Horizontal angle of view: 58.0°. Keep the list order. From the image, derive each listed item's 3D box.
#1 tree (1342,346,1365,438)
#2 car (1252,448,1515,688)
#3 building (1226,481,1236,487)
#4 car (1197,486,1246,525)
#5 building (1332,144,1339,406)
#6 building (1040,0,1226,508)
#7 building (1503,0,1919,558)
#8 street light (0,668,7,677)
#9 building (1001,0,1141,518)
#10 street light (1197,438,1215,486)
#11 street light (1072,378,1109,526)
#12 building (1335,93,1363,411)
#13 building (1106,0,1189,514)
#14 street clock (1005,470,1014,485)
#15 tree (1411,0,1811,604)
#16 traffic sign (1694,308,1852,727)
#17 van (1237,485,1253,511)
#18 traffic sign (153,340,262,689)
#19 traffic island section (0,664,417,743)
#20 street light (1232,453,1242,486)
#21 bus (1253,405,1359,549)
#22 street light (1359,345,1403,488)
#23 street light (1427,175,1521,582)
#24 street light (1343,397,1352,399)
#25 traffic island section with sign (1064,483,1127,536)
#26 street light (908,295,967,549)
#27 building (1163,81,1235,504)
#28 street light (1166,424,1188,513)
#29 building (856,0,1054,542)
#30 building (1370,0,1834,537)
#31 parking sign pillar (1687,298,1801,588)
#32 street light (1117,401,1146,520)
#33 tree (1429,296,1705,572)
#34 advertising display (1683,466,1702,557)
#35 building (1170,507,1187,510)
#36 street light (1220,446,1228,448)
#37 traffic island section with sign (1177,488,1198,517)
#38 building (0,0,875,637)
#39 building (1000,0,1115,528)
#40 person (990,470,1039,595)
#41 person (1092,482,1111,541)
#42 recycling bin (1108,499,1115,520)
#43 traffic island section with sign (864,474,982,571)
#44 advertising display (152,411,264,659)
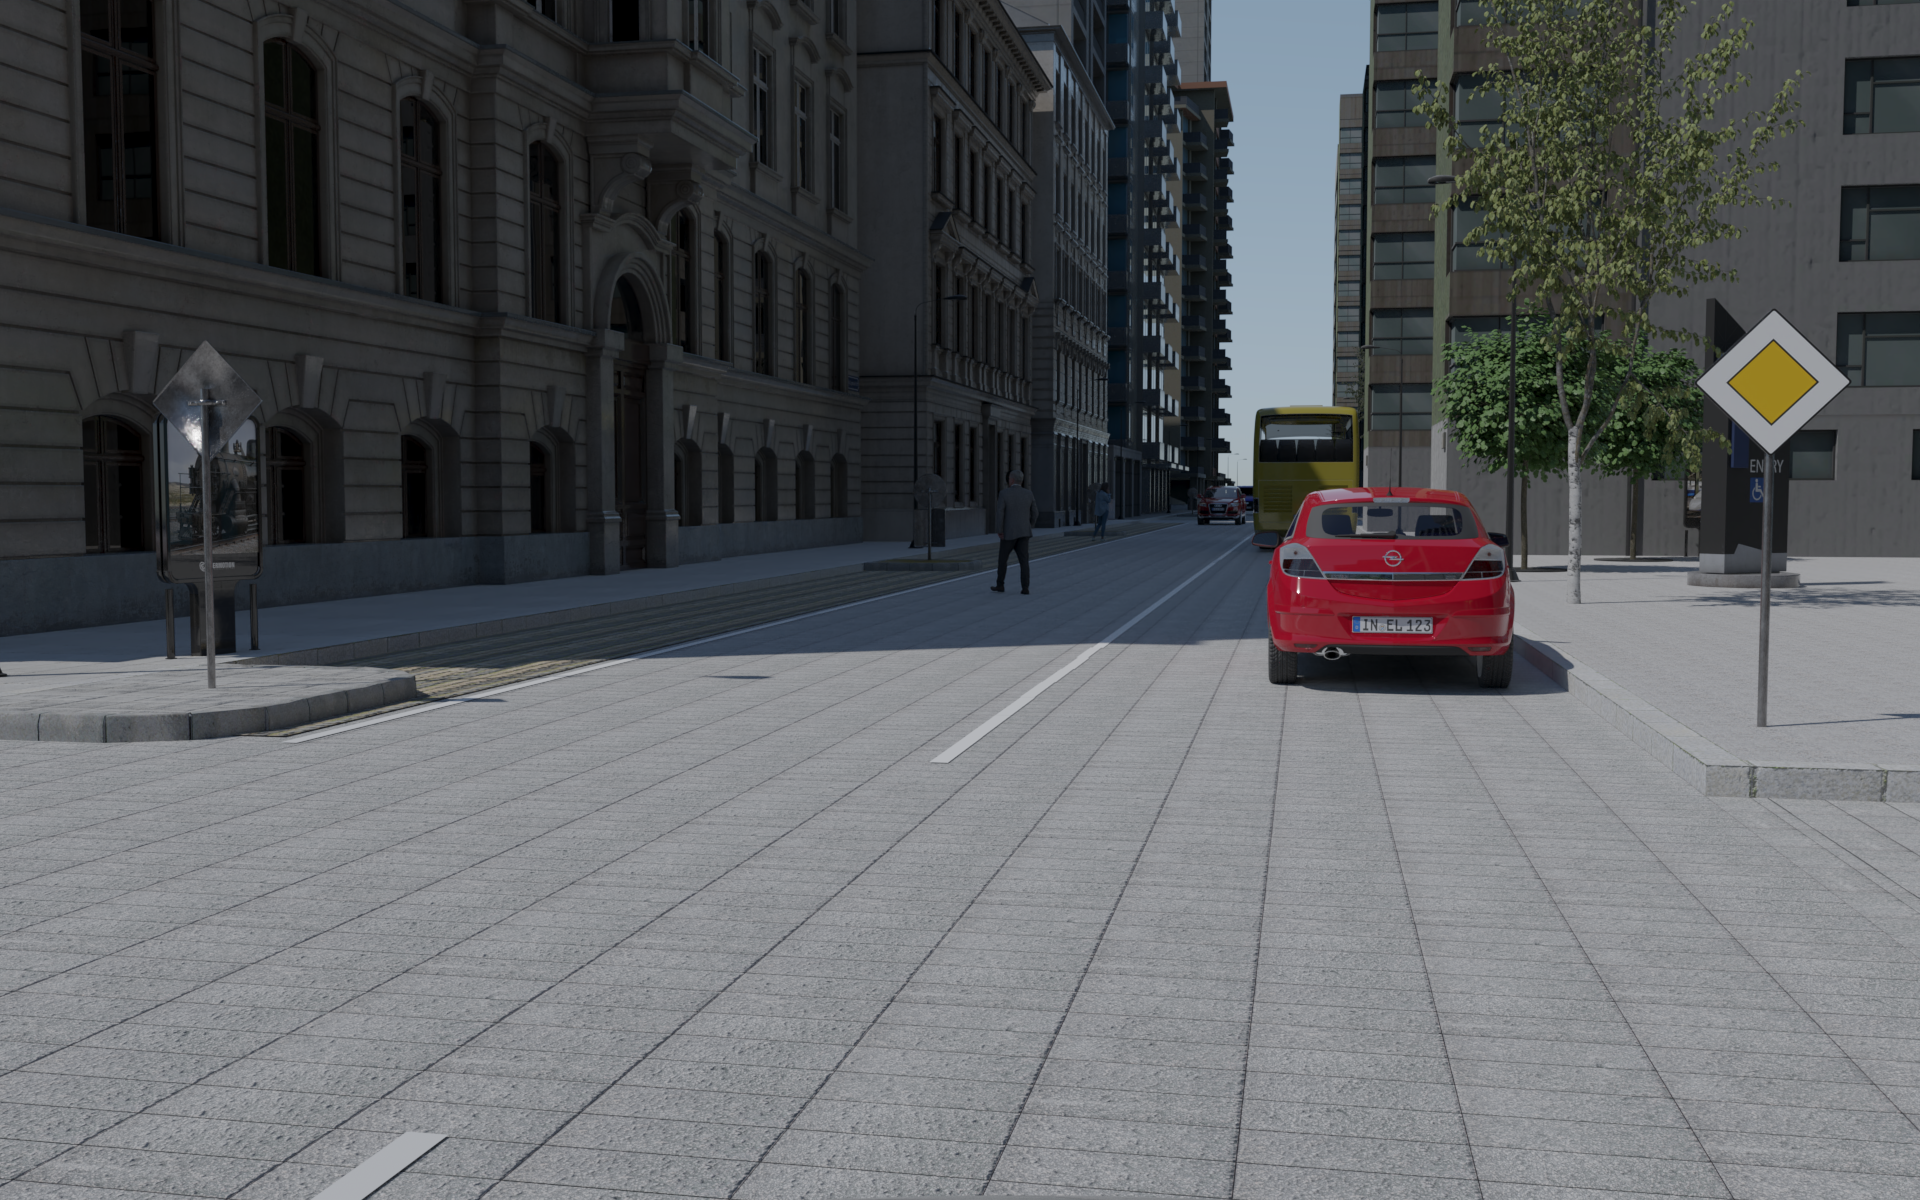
[{"bbox_3d":[19.760,-7.875,79.119,4.360,8.622,3.978,0,3,0],"label":"tree"},{"bbox_3d":[3.497,-0.327,14.385,2.155,1.783,4.494,1,4,11],"label":"car"},{"bbox_3d":[20.617,-33.060,232.416,32.217,40.220,23.993,1,4,11],"label":"building"},{"bbox_3d":[12.388,-4.471,81.773,2.281,1.827,5.304,1,4,13],"label":"car"},{"bbox_3d":[59.765,-36.848,226.169,21.300,48.544,21.600,1,4,11],"label":"building"},{"bbox_3d":[21.510,-46.998,206.665,20.563,71.187,20.611,1,4,11],"label":"building"},{"bbox_3d":[18.510,-16.477,41.100,14.160,30.474,14.107,1,4,11],"label":"building"},{"bbox_3d":[-6.345,-2.404,11.848,1.470,5.913,1.316,1,4,11],"label":"street light"},{"bbox_3d":[-0.331,-40.245,96.265,20.563,71.187,20.611,1,4,11],"label":"building"},{"bbox_3d":[20.403,-10.537,144.824,1.470,5.913,1.316,1,4,11],"label":"street light"},{"bbox_3d":[5.242,-5.925,69.414,1.470,5.913,1.316,1,4,11],"label":"street light"},{"bbox_3d":[46.107,-30.309,179.140,14.154,41.232,14.086,1,4,11],"label":"building"},{"bbox_3d":[3.820,-30.757,122.487,23.786,49.044,30.456,1,4,11],"label":"building"},{"bbox_3d":[1.624,-2.927,52.419,0.471,2.002,0.358,3,5,42],"label":"street clock"},{"bbox_3d":[7.155,-4.246,19.786,4.737,8.622,4.395,0,3,0],"label":"tree"},{"bbox_3d":[4.415,-0.357,9.481,0.795,2.450,0.064,1,4,11],"label":"traffic sign"},{"bbox_3d":[19.922,-7.028,119.291,2.240,2.365,5.245,1,4,12],"label":"van"},{"bbox_3d":[-4.938,-0.473,11.375,0.795,2.450,0.064,1,4,11],"label":"traffic sign"},{"bbox_3d":[-4.963,0.663,11.442,2.009,0.180,2.903,1,4,11],"label":"traffic island section"},{"bbox_3d":[31.238,-13.811,198.351,1.470,5.913,1.316,1,4,11],"label":"street light"},{"bbox_3d":[9.535,-3.444,47.864,2.896,3.916,12.252,1,4,11],"label":"bus"},{"bbox_3d":[13.202,-4.987,54.074,1.470,5.913,1.316,1,4,11],"label":"street light"},{"bbox_3d":[7.506,-3.227,25.300,1.470,5.913,1.316,1,4,11],"label":"street light"},{"bbox_3d":[18.996,-6.745,82.827,1.470,5.913,1.316,1,4,11],"label":"street light"},{"bbox_3d":[4.671,-3.102,59.345,1.989,1.847,2.006,1,4,11],"label":"traffic island section with sign"},{"bbox_3d":[-0.516,-4.166,40.653,1.470,5.913,1.316,1,4,11],"label":"street light"},{"bbox_3d":[17.329,-32.309,182.879,22.147,44.769,28.867,1,4,11],"label":"building"},{"bbox_3d":[14.463,-8.734,115.346,1.470,5.913,1.316,1,4,11],"label":"street light"},{"bbox_3d":[-3.621,-11.695,55.833,10.561,19.102,19.286,1,4,11],"label":"building"},{"bbox_3d":[22.069,-17.833,63.271,14.160,30.474,14.107,1,4,11],"label":"building"},{"bbox_3d":[10.955,-2.180,24.116,1.447,3.967,1.447,-2,4,-28],"label":"parking sign pillar"},{"bbox_3d":[8.596,-6.977,86.608,1.470,5.913,1.316,1,4,11],"label":"street light"},{"bbox_3d":[9.542,-2.766,28.946,4.285,4.588,4.351,0,3,0],"label":"tree"},{"bbox_3d":[15.293,-1.843,35.351,0.974,1.923,0.123,1,4,10],"label":"advertising display"},{"bbox_3d":[4.937,-28.046,150.431,32.217,40.220,23.993,1,4,11],"label":"building"},{"bbox_3d":[25.415,-12.016,169.005,1.470,5.913,1.316,1,4,11],"label":"street light"},{"bbox_3d":[14.765,-6.172,109.547,1.989,1.847,2.006,1,4,11],"label":"traffic island section with sign"},{"bbox_3d":[-10.936,-12.854,29.248,14.460,24.649,34.723,1,4,11],"label":"building"},{"bbox_3d":[0.710,-13.754,74.023,9.793,20.994,18.267,1,4,11],"label":"building"},{"bbox_3d":[0.761,-0.984,24.981,0.661,1.777,0.834,-2,4,-28],"label":"person"},{"bbox_3d":[4.272,-2.668,52.381,0.793,1.790,0.793,2,4,29],"label":"person"},{"bbox_3d":[7.303,-4.485,85.886,0.722,1.027,0.722,0,4,4],"label":"recycling bin"},{"bbox_3d":[-0.632,-1.485,32.914,1.989,1.847,2.006,1,4,11],"label":"traffic island section with sign"},{"bbox_3d":[-5.971,-0.525,13.801,0.123,1.923,0.974,1,4,23],"label":"advertising display"}]
